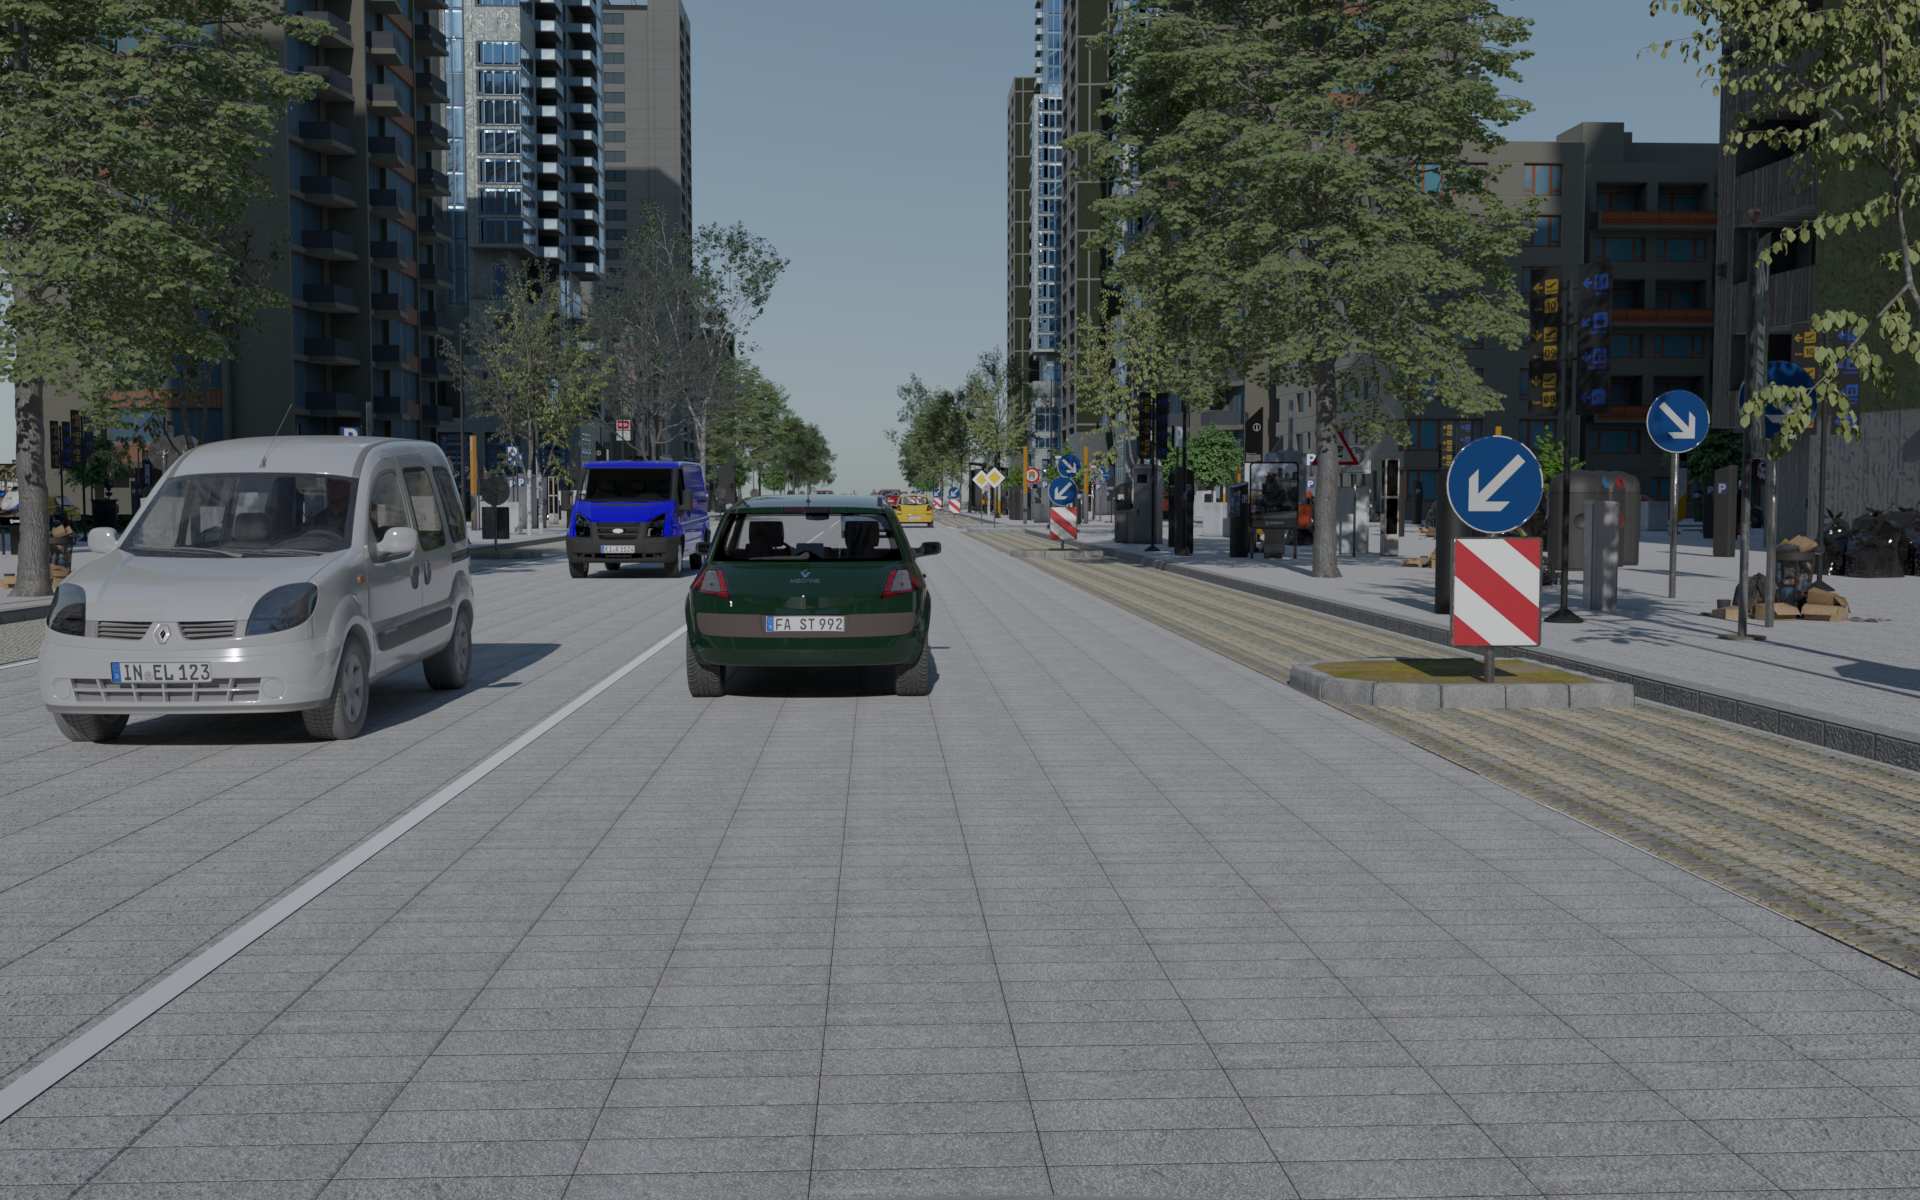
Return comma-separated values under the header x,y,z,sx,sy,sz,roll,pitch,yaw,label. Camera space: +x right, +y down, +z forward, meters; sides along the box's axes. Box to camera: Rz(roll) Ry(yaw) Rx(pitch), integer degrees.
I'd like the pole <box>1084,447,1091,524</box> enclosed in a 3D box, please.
x,y,z,sx,sy,sz,roll,pitch,yaw,label
5.431,-4.935,74.533,0.158,3.312,0.155,0,3,0,pole

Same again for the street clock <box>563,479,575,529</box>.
x,y,z,sx,sy,sz,roll,pitch,yaw,label
-14.501,-3.654,64.315,0.358,2.002,0.471,1,4,19,street clock

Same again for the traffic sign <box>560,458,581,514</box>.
x,y,z,sx,sy,sz,roll,pitch,yaw,label
-14.071,-3.842,62.825,0.884,2.594,0.081,0,4,-2,traffic sign

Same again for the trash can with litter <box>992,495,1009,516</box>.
x,y,z,sx,sy,sz,roll,pitch,yaw,label
3.120,-5.643,103.312,2.233,1.210,1.678,1,4,14,trash can with litter

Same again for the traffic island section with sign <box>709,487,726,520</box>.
x,y,z,sx,sy,sz,roll,pitch,yaw,label
-13.089,-5.273,94.840,1.989,1.847,2.006,0,4,-3,traffic island section with sign

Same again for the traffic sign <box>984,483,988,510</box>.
x,y,z,sx,sy,sz,roll,pitch,yaw,label
1.802,-7.595,124.185,0.884,2.594,0.081,0,4,5,traffic sign

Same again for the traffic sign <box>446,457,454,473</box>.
x,y,z,sx,sy,sz,roll,pitch,yaw,label
-17.417,-3.558,58.284,0.768,2.556,0.104,0,4,6,traffic sign

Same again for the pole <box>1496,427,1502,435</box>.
x,y,z,sx,sy,sz,roll,pitch,yaw,label
16.269,-3.582,52.409,0.158,3.312,0.155,0,3,0,pole

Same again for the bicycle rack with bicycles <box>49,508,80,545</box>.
x,y,z,sx,sy,sz,roll,pitch,yaw,label
-23.693,-1.860,43.796,2.852,0.926,2.925,-2,4,-31,bicycle rack with bicycles

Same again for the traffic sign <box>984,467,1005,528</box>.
x,y,z,sx,sy,sz,roll,pitch,yaw,label
1.283,-3.723,64.515,0.795,2.450,0.064,0,4,-3,traffic sign

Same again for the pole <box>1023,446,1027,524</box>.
x,y,z,sx,sy,sz,roll,pitch,yaw,label
2.783,-4.898,73.930,0.158,3.312,0.155,0,3,0,pole

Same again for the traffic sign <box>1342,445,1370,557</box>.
x,y,z,sx,sy,sz,roll,pitch,yaw,label
7.985,-2.012,35.031,0.606,2.300,0.079,0,4,0,traffic sign

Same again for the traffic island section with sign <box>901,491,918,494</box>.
x,y,z,sx,sy,sz,roll,pitch,yaw,label
-5.438,-11.651,199.127,1.989,1.847,2.006,0,4,-3,traffic island section with sign

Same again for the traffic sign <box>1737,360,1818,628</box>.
x,y,z,sx,sy,sz,roll,pitch,yaw,label
7.789,-1.008,16.595,0.768,2.556,0.104,0,4,0,traffic sign

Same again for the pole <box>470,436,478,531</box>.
x,y,z,sx,sy,sz,roll,pitch,yaw,label
-17.021,-4.085,60.626,0.158,3.312,0.155,0,3,0,pole

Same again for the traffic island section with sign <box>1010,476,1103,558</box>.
x,y,z,sx,sy,sz,roll,pitch,yaw,label
2.169,-1.897,39.643,1.989,1.847,2.006,0,4,-3,traffic island section with sign

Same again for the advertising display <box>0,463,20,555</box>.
x,y,z,sx,sy,sz,roll,pitch,yaw,label
-19.801,-1.907,36.400,0.974,1.923,0.123,1,4,19,advertising display

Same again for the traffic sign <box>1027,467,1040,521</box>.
x,y,z,sx,sy,sz,roll,pitch,yaw,label
3.411,-5.023,82.225,0.768,2.556,0.104,0,4,-1,traffic sign

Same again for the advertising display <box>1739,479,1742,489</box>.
x,y,z,sx,sy,sz,roll,pitch,yaw,label
34.183,-4.348,76.295,0.123,1.923,0.974,0,4,-8,advertising display

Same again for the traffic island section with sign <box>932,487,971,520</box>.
x,y,z,sx,sy,sz,roll,pitch,yaw,label
-0.442,-5.241,94.320,1.989,1.847,2.006,0,4,-3,traffic island section with sign

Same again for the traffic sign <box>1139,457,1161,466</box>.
x,y,z,sx,sy,sz,roll,pitch,yaw,label
6.253,-3.489,57.150,0.768,2.556,0.104,0,4,5,traffic sign

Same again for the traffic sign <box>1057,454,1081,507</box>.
x,y,z,sx,sy,sz,roll,pitch,yaw,label
3.473,-3.365,55.127,0.768,2.556,0.104,0,4,-1,traffic sign

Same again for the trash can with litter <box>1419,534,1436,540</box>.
x,y,z,sx,sy,sz,roll,pitch,yaw,label
13.803,-2.271,48.185,1.678,1.210,2.233,-2,4,-31,trash can with litter

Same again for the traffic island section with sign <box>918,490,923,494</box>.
x,y,z,sx,sy,sz,roll,pitch,yaw,label
-1.748,-6.921,121.781,1.989,1.847,2.006,0,4,-3,traffic island section with sign

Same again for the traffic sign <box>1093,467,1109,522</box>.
x,y,z,sx,sy,sz,roll,pitch,yaw,label
6.506,-4.902,80.249,0.768,2.556,0.104,0,4,3,traffic sign

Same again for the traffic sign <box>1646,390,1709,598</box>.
x,y,z,sx,sy,sz,roll,pitch,yaw,label
8.772,-1.294,21.260,0.768,2.556,0.104,0,4,0,traffic sign

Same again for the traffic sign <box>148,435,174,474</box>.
x,y,z,sx,sy,sz,roll,pitch,yaw,label
-17.145,-2.278,37.355,0.768,2.556,0.104,0,4,7,traffic sign

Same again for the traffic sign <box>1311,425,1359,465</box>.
x,y,z,sx,sy,sz,roll,pitch,yaw,label
6.944,-1.965,32.124,0.884,2.594,0.081,0,4,1,traffic sign

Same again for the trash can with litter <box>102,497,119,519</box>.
x,y,z,sx,sy,sz,roll,pitch,yaw,label
-29.998,-3.076,61.683,1.055,1.170,0.624,-1,4,-10,trash can with litter

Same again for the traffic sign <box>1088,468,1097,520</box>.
x,y,z,sx,sy,sz,roll,pitch,yaw,label
6.477,-5.155,84.383,0.768,2.556,0.104,0,4,-2,traffic sign

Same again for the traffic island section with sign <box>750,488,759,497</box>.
x,y,z,sx,sy,sz,roll,pitch,yaw,label
-14.384,-6.920,121.764,1.989,1.847,2.006,0,4,-3,traffic island section with sign

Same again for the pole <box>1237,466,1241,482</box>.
x,y,z,sx,sy,sz,roll,pitch,yaw,label
17.824,-7.151,110.755,0.158,3.312,0.155,0,3,0,pole

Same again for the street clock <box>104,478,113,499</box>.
x,y,z,sx,sy,sz,roll,pitch,yaw,label
-38.026,-4.454,77.386,0.358,2.002,0.471,0,4,-4,street clock

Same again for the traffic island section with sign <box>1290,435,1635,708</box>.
x,y,z,sx,sy,sz,roll,pitch,yaw,label
3.465,-0.234,12.451,1.989,1.847,2.006,0,4,-3,traffic island section with sign

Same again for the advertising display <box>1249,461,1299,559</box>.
x,y,z,sx,sy,sz,roll,pitch,yaw,label
6.236,-1.786,34.419,0.974,1.923,0.123,1,4,12,advertising display

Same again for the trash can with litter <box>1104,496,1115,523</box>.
x,y,z,sx,sy,sz,roll,pitch,yaw,label
7.257,-4.039,77.092,2.233,1.210,1.678,-3,5,-41,trash can with litter

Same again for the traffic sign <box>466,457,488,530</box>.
x,y,z,sx,sy,sz,roll,pitch,yaw,label
-17.059,-3.756,61.410,0.884,2.594,0.081,0,4,2,traffic sign

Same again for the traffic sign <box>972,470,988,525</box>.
x,y,z,sx,sy,sz,roll,pitch,yaw,label
0.903,-4.211,72.491,0.795,2.450,0.064,0,4,-3,traffic sign

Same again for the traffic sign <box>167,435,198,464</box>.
x,y,z,sx,sy,sz,roll,pitch,yaw,label
-16.618,-2.266,37.155,0.768,2.556,0.104,0,4,-1,traffic sign

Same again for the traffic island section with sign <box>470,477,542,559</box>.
x,y,z,sx,sy,sz,roll,pitch,yaw,label
-10.420,-1.836,38.642,1.989,1.847,2.006,0,4,-3,traffic island section with sign

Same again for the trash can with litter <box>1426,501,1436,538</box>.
x,y,z,sx,sy,sz,roll,pitch,yaw,label
14.249,-2.447,51.402,0.624,1.170,1.055,3,4,36,trash can with litter

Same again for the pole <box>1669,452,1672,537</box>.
x,y,z,sx,sy,sz,roll,pitch,yaw,label
21.418,-3.554,51.943,0.158,3.312,0.155,0,3,0,pole

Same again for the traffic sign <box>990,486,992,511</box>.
x,y,z,sx,sy,sz,roll,pitch,yaw,label
2.215,-7.614,124.591,0.768,2.556,0.104,0,4,-1,traffic sign

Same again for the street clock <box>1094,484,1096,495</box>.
x,y,z,sx,sy,sz,roll,pitch,yaw,label
8.404,-6.301,107.583,0.471,2.002,0.358,1,4,23,street clock

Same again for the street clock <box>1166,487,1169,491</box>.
x,y,z,sx,sy,sz,roll,pitch,yaw,label
11.596,-5.560,95.480,0.471,2.002,0.358,3,5,40,street clock

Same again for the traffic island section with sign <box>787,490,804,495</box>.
x,y,z,sx,sy,sz,roll,pitch,yaw,label
-16.769,-9.987,171.908,1.989,1.847,2.006,0,4,-3,traffic island section with sign

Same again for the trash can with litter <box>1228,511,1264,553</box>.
x,y,z,sx,sy,sz,roll,pitch,yaw,label
6.429,-1.618,37.848,1.055,1.170,0.624,-1,4,-22,trash can with litter

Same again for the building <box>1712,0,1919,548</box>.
x,y,z,sx,sy,sz,roll,pitch,yaw,label
24.695,-16.280,37.877,14.160,30.474,14.107,0,4,-3,building

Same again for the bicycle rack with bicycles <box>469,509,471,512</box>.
x,y,z,sx,sy,sz,roll,pitch,yaw,label
-37.593,-6.891,126.043,2.925,0.926,2.852,2,4,26,bicycle rack with bicycles
